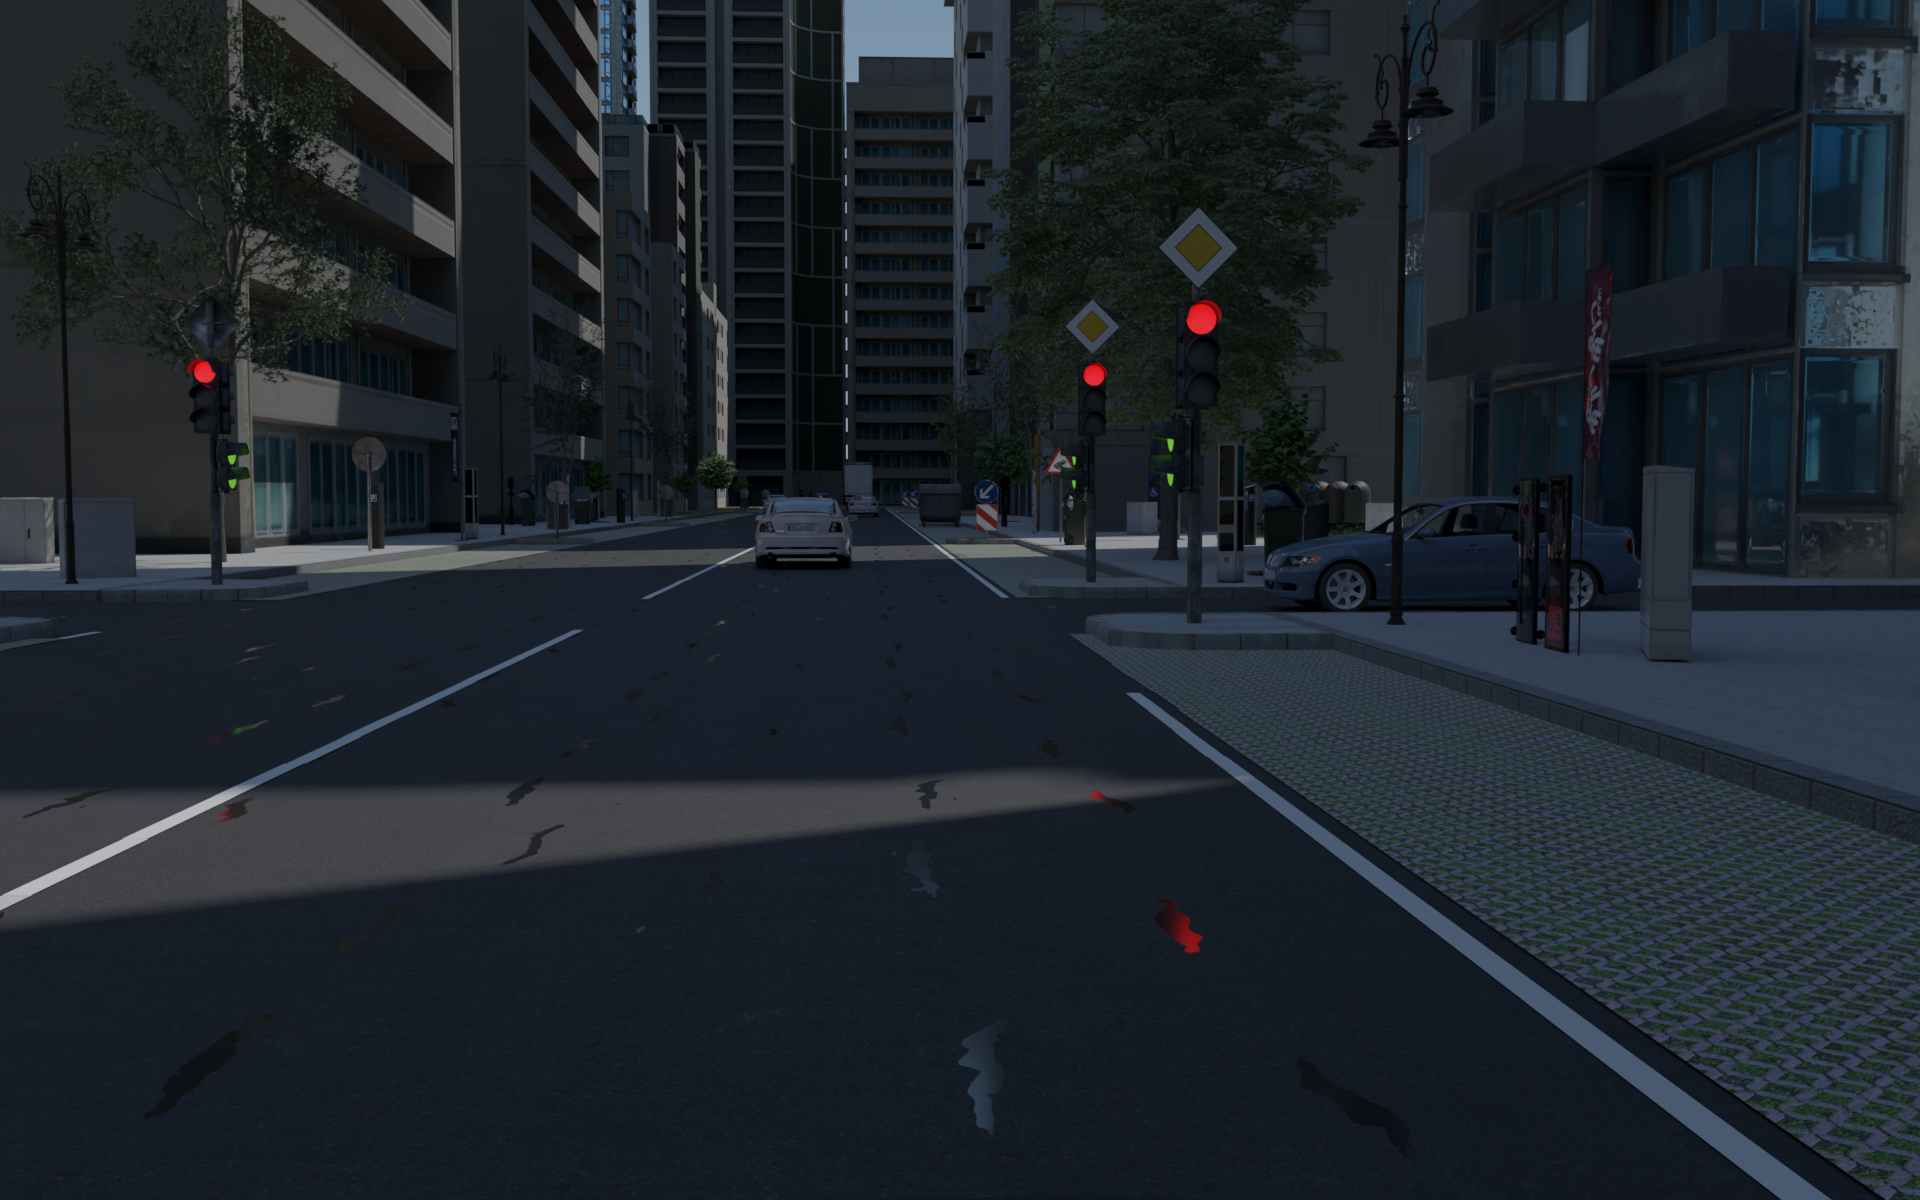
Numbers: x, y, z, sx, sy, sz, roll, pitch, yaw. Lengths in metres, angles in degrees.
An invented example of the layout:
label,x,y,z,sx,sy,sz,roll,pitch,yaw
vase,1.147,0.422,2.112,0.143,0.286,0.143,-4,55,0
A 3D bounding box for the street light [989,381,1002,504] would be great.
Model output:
label,x,y,z,sx,sy,sz,roll,pitch,yaw
street light,1.449,-6.008,71.023,0.468,5.910,1.993,0,4,-3

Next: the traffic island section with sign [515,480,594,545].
label,x,y,z,sx,sy,sz,roll,pitch,yaw
traffic island section with sign,-11.560,-2.507,49.612,1.989,1.847,2.006,0,4,-3

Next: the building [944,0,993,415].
label,x,y,z,sx,sy,sz,roll,pitch,yaw
building,13.438,-34.952,160.704,28.713,52.752,27.495,0,4,-3

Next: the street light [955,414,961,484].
label,x,y,z,sx,sy,sz,roll,pitch,yaw
street light,-0.103,-7.774,99.890,0.468,5.910,1.993,0,4,-3

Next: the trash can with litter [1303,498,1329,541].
label,x,y,z,sx,sy,sz,roll,pitch,yaw
trash can with litter,7.346,-1.392,33.813,2.233,1.210,1.678,0,4,2

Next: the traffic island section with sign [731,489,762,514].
label,x,y,z,sx,sy,sz,roll,pitch,yaw
traffic island section with sign,-15.649,-7.190,126.182,1.989,1.847,2.006,0,4,-3

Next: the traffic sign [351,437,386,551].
label,x,y,z,sx,sy,sz,roll,pitch,yaw
traffic sign,-13.221,-2.363,38.745,0.768,2.556,0.104,0,4,-1

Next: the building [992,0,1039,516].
label,x,y,z,sx,sy,sz,roll,pitch,yaw
building,9.437,-28.044,108.631,14.600,45.320,14.200,0,4,-3

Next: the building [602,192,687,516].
label,x,y,z,sx,sy,sz,roll,pitch,yaw
building,-33.339,-16.394,113.082,27.650,21.520,28.899,0,4,-3

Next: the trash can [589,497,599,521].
label,x,y,z,sx,sy,sz,roll,pitch,yaw
trash can,-17.549,-4.327,82.398,0.748,1.137,0.748,0,3,0

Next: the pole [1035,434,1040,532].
label,x,y,z,sx,sy,sz,roll,pitch,yaw
pole,2.637,-3.996,59.177,0.158,3.312,0.155,0,3,0

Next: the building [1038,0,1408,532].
label,x,y,z,sx,sy,sz,roll,pitch,yaw
building,9.782,-23.309,64.697,14.154,41.232,14.086,0,4,-3

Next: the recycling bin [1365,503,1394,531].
label,x,y,z,sx,sy,sz,roll,pitch,yaw
recycling bin,11.835,-2.193,48.411,0.722,1.027,0.722,-2,4,-34

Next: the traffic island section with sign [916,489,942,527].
label,x,y,z,sx,sy,sz,roll,pitch,yaw
traffic island section with sign,-0.829,-4.170,76.815,1.989,1.847,2.006,0,4,-3

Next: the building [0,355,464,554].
label,x,y,z,sx,sy,sz,roll,pitch,yaw
building,-26.588,-25.799,45.511,21.300,48.544,21.600,0,4,-3

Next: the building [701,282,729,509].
label,x,y,z,sx,sy,sz,roll,pitch,yaw
building,-36.914,-19.186,158.733,28.899,21.520,27.650,0,4,-3

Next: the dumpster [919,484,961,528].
label,x,y,z,sx,sy,sz,roll,pitch,yaw
dumpster,-0.851,-4.012,73.805,1.865,1.857,1.264,0,4,-2

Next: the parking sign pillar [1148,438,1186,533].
label,x,y,z,sx,sy,sz,roll,pitch,yaw
parking sign pillar,6.740,-4.201,57.158,1.447,3.967,1.447,3,4,38

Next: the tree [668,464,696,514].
label,x,y,z,sx,sy,sz,roll,pitch,yaw
tree,-17.958,-7.267,113.418,1.663,3.219,1.824,0,3,0

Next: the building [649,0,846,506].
label,x,y,z,sx,sy,sz,roll,pitch,yaw
building,-23.207,-46.198,193.587,20.611,71.187,20.563,0,4,-3

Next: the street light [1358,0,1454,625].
label,x,y,z,sx,sy,sz,roll,pitch,yaw
street light,4.291,-2.696,16.861,0.468,5.910,1.993,0,4,-3

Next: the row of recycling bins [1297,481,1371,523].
label,x,y,z,sx,sy,sz,roll,pitch,yaw
row of recycling bins,11.786,-2.963,55.564,1.069,1.692,3.534,-2,4,-32

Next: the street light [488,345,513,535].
label,x,y,z,sx,sy,sz,roll,pitch,yaw
street light,-14.223,-4.949,53.709,0.468,5.910,1.993,0,4,-3

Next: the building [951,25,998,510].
label,x,y,z,sx,sy,sz,roll,pitch,yaw
building,11.223,-50.009,130.321,22.319,86.520,31.000,0,4,-3

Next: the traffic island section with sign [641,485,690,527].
label,x,y,z,sx,sy,sz,roll,pitch,yaw
traffic island section with sign,-13.015,-4.166,76.735,1.989,1.847,2.006,0,4,-3

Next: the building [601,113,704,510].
label,x,y,z,sx,sy,sz,roll,pitch,yaw
building,-27.813,-22.221,135.007,14.160,30.474,14.107,0,4,-3

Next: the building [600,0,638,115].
label,x,y,z,sx,sy,sz,roll,pitch,yaw
building,-49.013,-53.809,192.441,31.000,86.520,22.319,0,4,-3

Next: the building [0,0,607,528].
label,x,y,z,sx,sy,sz,roll,pitch,yaw
building,-29.260,-27.999,81.484,21.300,48.544,21.600,0,4,-3

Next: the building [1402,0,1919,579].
label,x,y,z,sx,sy,sz,roll,pitch,yaw
building,24.843,-25.403,34.951,30.456,49.044,23.786,0,4,-3

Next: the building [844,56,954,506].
label,x,y,z,sx,sy,sz,roll,pitch,yaw
building,-2.188,-35.031,196.463,21.600,48.544,21.300,0,4,-3

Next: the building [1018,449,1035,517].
label,x,y,z,sx,sy,sz,roll,pitch,yaw
building,14.155,-39.823,89.353,20.563,71.187,20.611,0,4,-3

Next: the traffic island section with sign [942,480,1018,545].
label,x,y,z,sx,sy,sz,roll,pitch,yaw
traffic island section with sign,0.604,-2.517,49.773,1.989,1.847,2.006,0,4,-3

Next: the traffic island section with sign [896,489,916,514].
label,x,y,z,sx,sy,sz,roll,pitch,yaw
traffic island section with sign,-3.498,-7.230,126.839,1.989,1.847,2.006,0,4,-3

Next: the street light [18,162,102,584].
label,x,y,z,sx,sy,sz,roll,pitch,yaw
street light,-12.680,-3.166,24.546,0.468,5.910,1.993,0,4,-3

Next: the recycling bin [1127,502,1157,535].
label,x,y,z,sx,sy,sz,roll,pitch,yaw
recycling bin,5.768,-2.588,54.865,0.722,1.027,0.722,3,5,44

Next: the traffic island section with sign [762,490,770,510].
label,x,y,z,sx,sy,sz,roll,pitch,yaw
traffic island section with sign,-17.100,-8.841,153.171,1.989,1.847,2.006,0,4,-3

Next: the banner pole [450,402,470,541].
label,x,y,z,sx,sy,sz,roll,pitch,yaw
banner pole,-13.625,-3.482,46.951,0.401,3.779,0.863,0,4,8

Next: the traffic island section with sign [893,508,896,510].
label,x,y,z,sx,sy,sz,roll,pitch,yaw
traffic island section with sign,-4.955,-8.885,153.898,1.989,1.847,2.006,0,4,-3

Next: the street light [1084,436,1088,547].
label,x,y,z,sx,sy,sz,roll,pitch,yaw
street light,3.110,-4.225,41.871,0.468,5.910,1.993,0,4,-3

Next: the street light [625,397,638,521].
label,x,y,z,sx,sy,sz,roll,pitch,yaw
street light,-15.671,-6.714,82.567,0.468,5.910,1.993,0,4,-3

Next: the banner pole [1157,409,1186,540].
label,x,y,z,sx,sy,sz,roll,pitch,yaw
banner pole,5.916,-3.583,48.600,0.863,3.779,0.401,1,4,18

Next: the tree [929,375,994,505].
label,x,y,z,sx,sy,sz,roll,pitch,yaw
tree,0.013,-9.545,106.426,4.737,8.622,4.395,0,3,0

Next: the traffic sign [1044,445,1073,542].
label,x,y,z,sx,sy,sz,roll,pitch,yaw
traffic sign,2.665,-2.804,45.845,0.884,2.594,0.081,0,4,1
